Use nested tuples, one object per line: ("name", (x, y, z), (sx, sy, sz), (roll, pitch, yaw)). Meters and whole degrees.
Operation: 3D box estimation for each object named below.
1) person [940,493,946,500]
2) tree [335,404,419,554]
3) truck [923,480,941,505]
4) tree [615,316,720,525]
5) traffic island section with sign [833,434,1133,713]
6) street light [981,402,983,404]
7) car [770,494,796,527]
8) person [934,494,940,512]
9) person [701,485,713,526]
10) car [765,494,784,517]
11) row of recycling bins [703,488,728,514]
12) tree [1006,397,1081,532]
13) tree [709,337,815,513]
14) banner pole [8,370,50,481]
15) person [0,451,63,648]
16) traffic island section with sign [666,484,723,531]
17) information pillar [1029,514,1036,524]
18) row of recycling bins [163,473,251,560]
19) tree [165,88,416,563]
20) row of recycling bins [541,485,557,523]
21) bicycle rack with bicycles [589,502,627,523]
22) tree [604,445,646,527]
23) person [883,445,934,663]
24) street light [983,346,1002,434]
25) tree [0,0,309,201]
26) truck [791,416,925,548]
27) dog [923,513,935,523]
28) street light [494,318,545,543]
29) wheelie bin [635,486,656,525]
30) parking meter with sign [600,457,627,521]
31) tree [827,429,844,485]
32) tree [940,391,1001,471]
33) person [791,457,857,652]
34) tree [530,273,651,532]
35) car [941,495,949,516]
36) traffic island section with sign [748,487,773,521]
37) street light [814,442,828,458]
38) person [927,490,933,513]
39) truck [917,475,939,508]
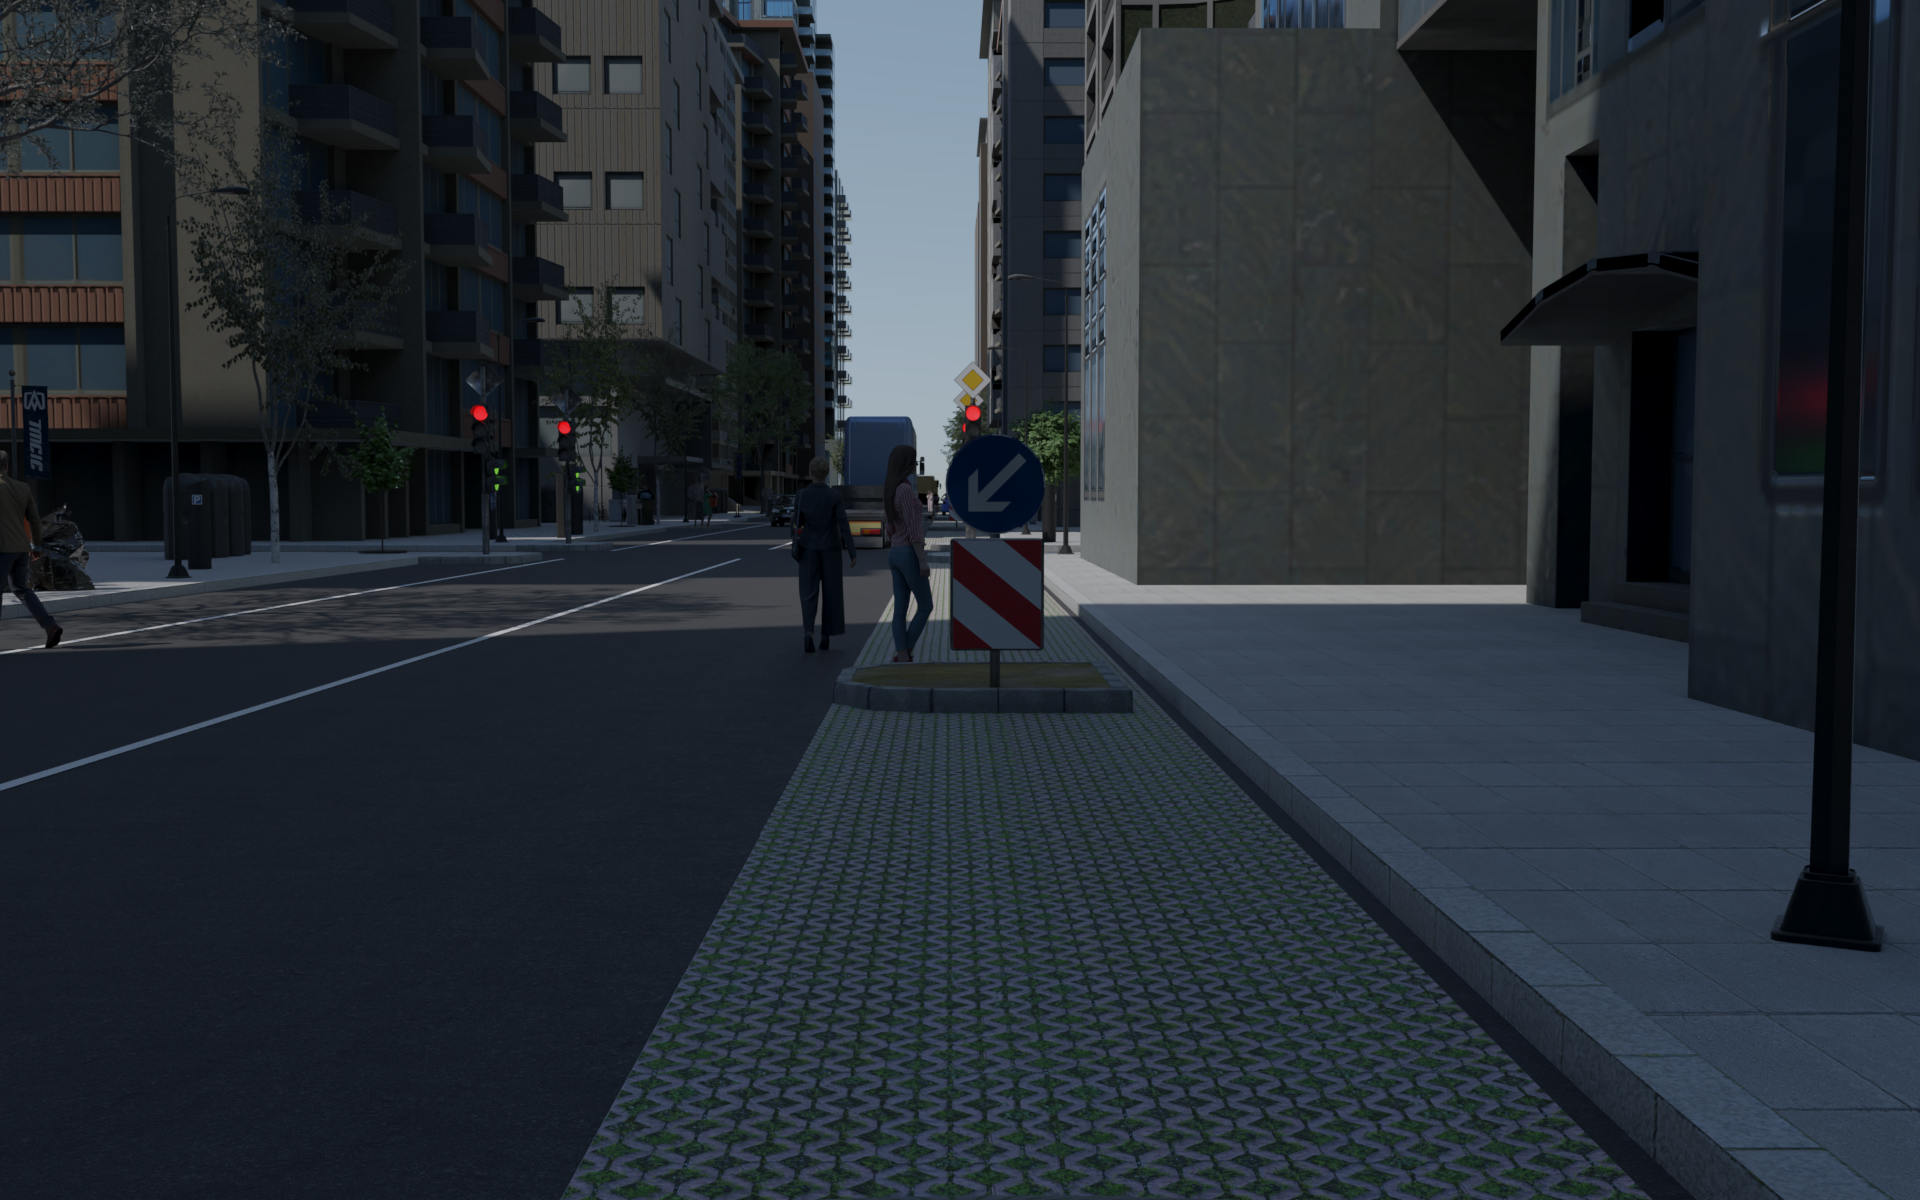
("person", (-1.017, -8.125, 141.299), (1.348, 1.831, 0.705), (1, 4, 20))
("tree", (-12.459, -2.622, 37.467), (1.663, 3.219, 1.824), (0, 3, 0))
("truck", (-4.293, -14.700, 236.270), (3.469, 3.379, 9.791), (0, 4, 0))
("tree", (-12.466, -7.480, 72.659), (4.360, 8.622, 3.978), (0, 3, 0))
("traffic island section with sign", (0.125, -0.218, 12.190), (1.989, 1.847, 2.006), (0, 4, 0))
("street light", (1.384, -7.009, 87.131), (1.470, 5.913, 1.316), (0, 4, 0))
("car", (-7.453, -4.152, 77.669), (2.009, 1.686, 4.222), (0, 4, 2))
("person", (-1.827, -7.774, 138.837), (0.421, 1.427, 0.697), (-1, 4, -12))
("person", (-10.519, -3.854, 71.761), (0.529, 1.795, 0.600), (-1, 4, -16))
("car", (-10.272, -5.416, 100.553), (2.014, 1.417, 4.499), (0, 4, -1))
("row of recycling bins", (-16.188, -6.582, 114.734), (1.069, 1.692, 3.534), (1, 4, 10))
("tree", (2.970, -4.578, 58.568), (4.285, 4.588, 4.351), (0, 3, 0))
("tree", (-13.295, -11.616, 115.672), (9.928, 11.665, 9.643), (0, 3, 0))
("banner pole", (-18.899, -2.758, 35.116), (0.863, 3.779, 0.401), (-2, 4, -29))
("person", (-8.735, -0.462, 15.965), (0.836, 1.842, 0.656), (-1, 4, -14))
("traffic island section with sign", (-10.302, -3.595, 67.411), (1.989, 1.847, 2.006), (0, 4, 0))
("information pillar", (3.089, -4.223, 73.534), (0.304, 2.012, 0.304), (0, 4, 5))
("row of recycling bins", (-15.283, -1.726, 35.336), (1.069, 1.692, 3.534), (0, 4, -6))
("tree", (-12.535, -4.984, 31.847), (4.360, 8.622, 3.978), (0, 3, 0))
("row of recycling bins", (-18.163, -4.354, 78.297), (1.069, 1.692, 3.534), (1, 4, 9))
("bicycle rack with bicycles", (-15.532, -3.970, 78.285), (2.852, 0.926, 2.925), (0, 4, 0))
("tree", (-13.142, -4.484, 67.915), (1.663, 3.219, 1.824), (0, 3, 0))
("person", (-0.404, -0.322, 13.773), (0.388, 1.821, 0.555), (-3, 4, -36))
("street light", (1.547, -5.012, 54.485), (1.470, 5.913, 1.316), (0, 4, 0))
("tree", (-12.663, -6.632, 18.806), (12.009, 13.543, 11.850), (0, 3, 0))
("truck", (-2.947, -3.929, 53.998), (2.967, 4.110, 18.799), (0, 4, 1))
("dog", (-1.552, -4.145, 87.062), (0.540, 0.507, 0.406), (-2, 4, -24))
("street light", (-11.611, -4.476, 45.728), (1.470, 5.913, 1.316), (0, 4, 0))
("wheelie bin", (-12.994, -3.889, 71.496), (0.693, 1.594, 0.980), (-3, 4, -39))
("parking meter with sign", (-15.984, -5.204, 81.352), (1.738, 3.016, 0.543), (0, 4, -7))
("tree", (-13.262, -15.027, 196.052), (4.737, 8.622, 4.395), (0, 3, 0))
("tree", (2.460, -18.210, 204.383), (9.857, 13.997, 8.962), (0, 3, 0))
("person", (-1.254, -0.422, 15.822), (0.576, 1.772, 0.534), (-1, 4, -15))
("tree", (-12.331, -6.598, 58.239), (4.737, 8.622, 4.395), (0, 3, 0))
("car", (-0.343, -6.486, 115.630), (1.945, 1.707, 3.694), (0, 4, 1))
("traffic island section with sign", (-10.479, -5.244, 94.365), (1.989, 1.847, 2.006), (0, 4, 0))
("street light", (-12.371, -11.083, 153.742), (1.470, 5.913, 1.316), (0, 4, 0))
("person", (-2.286, -7.507, 131.900), (0.551, 1.740, 0.621), (1, 4, 19))
("truck", (-3.911, -11.168, 178.520), (3.469, 3.379, 9.791), (0, 4, 0))
